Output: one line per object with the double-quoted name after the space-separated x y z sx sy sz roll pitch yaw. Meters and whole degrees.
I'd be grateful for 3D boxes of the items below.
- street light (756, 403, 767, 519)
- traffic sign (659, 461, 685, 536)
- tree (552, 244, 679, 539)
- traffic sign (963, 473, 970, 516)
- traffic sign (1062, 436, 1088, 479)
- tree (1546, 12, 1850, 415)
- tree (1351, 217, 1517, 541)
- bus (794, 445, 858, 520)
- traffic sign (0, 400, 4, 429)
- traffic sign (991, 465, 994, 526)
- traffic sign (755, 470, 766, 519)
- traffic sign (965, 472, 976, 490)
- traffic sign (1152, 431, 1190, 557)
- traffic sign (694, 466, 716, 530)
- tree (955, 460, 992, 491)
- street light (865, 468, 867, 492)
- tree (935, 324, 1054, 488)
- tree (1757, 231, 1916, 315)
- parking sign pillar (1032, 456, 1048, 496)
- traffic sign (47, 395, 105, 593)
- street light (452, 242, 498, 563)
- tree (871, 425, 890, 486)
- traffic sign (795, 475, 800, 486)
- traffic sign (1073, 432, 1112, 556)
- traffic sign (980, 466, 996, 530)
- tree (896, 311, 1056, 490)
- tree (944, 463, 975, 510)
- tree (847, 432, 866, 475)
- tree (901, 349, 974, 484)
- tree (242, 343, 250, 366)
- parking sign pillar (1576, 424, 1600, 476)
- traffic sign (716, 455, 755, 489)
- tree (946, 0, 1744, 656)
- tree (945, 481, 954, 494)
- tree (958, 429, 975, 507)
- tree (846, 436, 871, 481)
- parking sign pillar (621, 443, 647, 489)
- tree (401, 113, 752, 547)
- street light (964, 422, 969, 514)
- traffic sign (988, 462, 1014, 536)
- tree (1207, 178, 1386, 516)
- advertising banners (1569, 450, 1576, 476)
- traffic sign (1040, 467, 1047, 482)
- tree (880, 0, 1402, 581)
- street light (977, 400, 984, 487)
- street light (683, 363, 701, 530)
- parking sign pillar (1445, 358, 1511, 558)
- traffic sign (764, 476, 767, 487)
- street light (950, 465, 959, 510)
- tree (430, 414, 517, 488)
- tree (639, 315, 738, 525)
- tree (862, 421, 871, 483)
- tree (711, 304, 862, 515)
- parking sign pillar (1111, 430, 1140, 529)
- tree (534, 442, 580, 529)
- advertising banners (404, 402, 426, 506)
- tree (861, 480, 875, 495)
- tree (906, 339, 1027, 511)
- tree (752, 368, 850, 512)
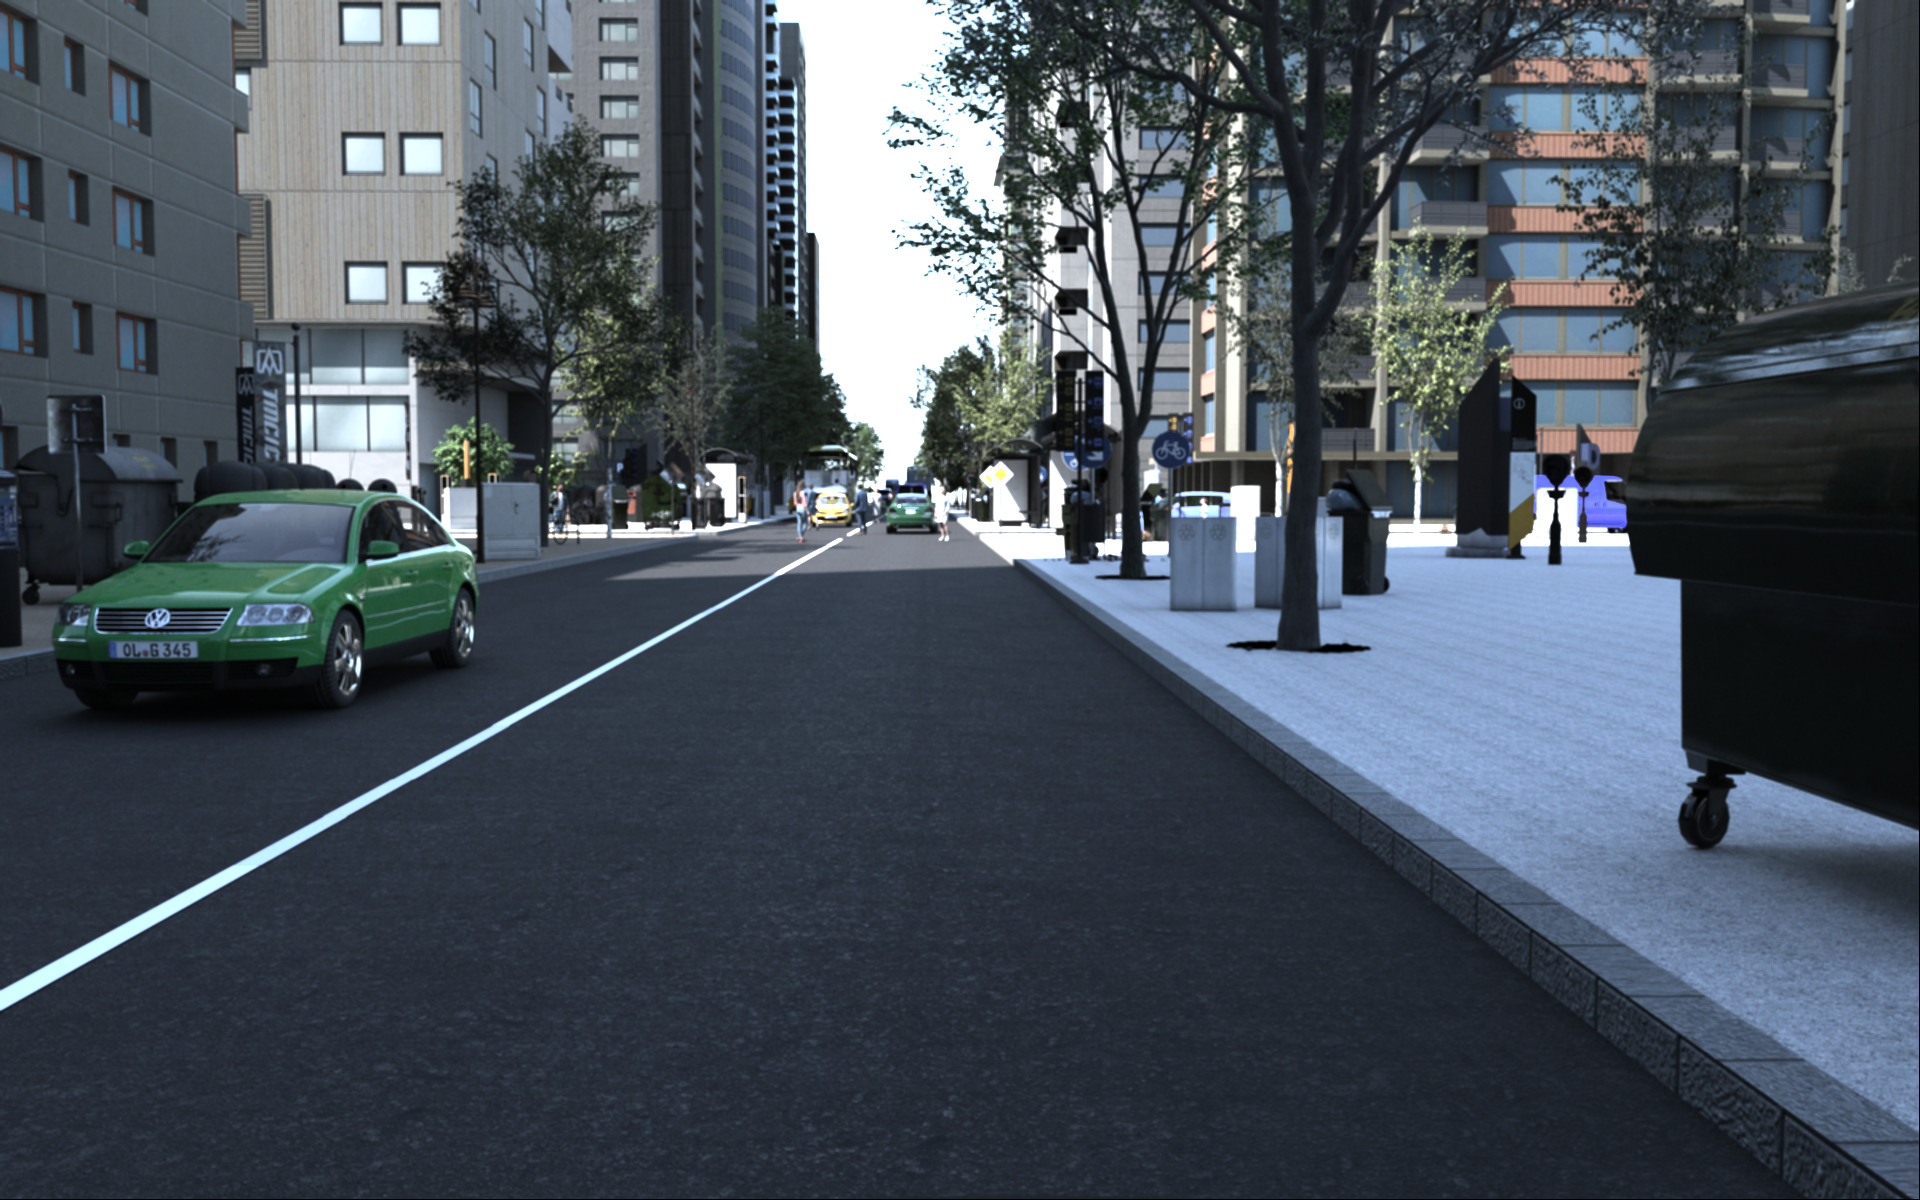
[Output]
-10.024 -7.026 87.667 0.468 5.910 1.993 0 4 -1 "street light"
-8.839 -3.034 53.254 0.795 2.450 0.064 0 4 -1 "traffic sign"
-10.101 -6.087 49.891 4.737 8.622 4.395 0 3 0 "tree"
0.586 -6.244 102.198 0.768 2.556 0.104 0 4 0 "traffic sign"
2.611 -2.315 37.957 0.768 2.556 0.104 0 4 -1 "traffic sign"
11.072 -4.659 26.545 4.360 8.622 3.978 0 3 0 "tree"
12.731 -5.915 47.075 4.737 8.622 4.395 0 3 0 "tree"
-6.850 -6.102 91.307 2.896 3.916 12.252 0 4 -1 "bus"
-10.943 -1.164 19.133 0.768 2.556 0.104 0 4 0 "traffic sign"
1.362 -4.288 70.120 0.884 2.594 0.081 0 4 6 "traffic sign"
-10.502 -5.530 90.519 0.768 2.556 0.104 0 4 4 "traffic sign"
0.651 -6.176 101.076 0.768 2.556 0.104 0 4 3 "traffic sign"
4.254 -2.136 35.036 0.768 2.556 0.104 0 4 4 "traffic sign"
-9.009 -3.523 61.237 0.795 2.450 0.064 0 4 -1 "traffic sign"
1.099 -6.233 96.507 1.663 3.219 1.824 0 3 0 "tree"
-13.416 -16.819 247.785 0.468 5.910 1.993 0 4 -1 "street light"
2.038 -7.611 74.810 4.737 8.622 4.395 0 3 0 "tree"
26.417 -6.145 50.830 4.360 8.622 3.978 0 3 0 "tree"
5.300 -7.596 112.663 1.447 3.967 1.447 -3 5 -41 "parking sign pillar"
-9.153 -0.968 17.961 0.606 2.300 0.079 0 4 3 "traffic sign"
-8.914 -3.622 32.006 0.468 5.910 1.993 0 4 -1 "street light"
-14.369 -21.262 265.758 7.486 12.596 7.792 0 3 0 "tree"
-10.596 -6.937 113.521 0.768 2.556 0.104 0 4 7 "traffic sign"
2.653 -2.120 34.761 0.768 2.556 0.104 0 4 4 "traffic sign"
1.083 -3.534 61.431 0.795 2.450 0.064 0 4 -1 "traffic sign"
0.946 -9.444 88.830 8.767 10.594 7.601 -1 4 -11 "tree"
0.259 -9.537 139.649 4.285 4.588 4.351 0 3 0 "tree"
-12.938 -15.595 205.345 4.360 8.622 3.978 0 3 0 "tree"
-0.506 -22.444 222.846 12.611 20.169 13.585 0 3 0 "tree"
-29.635 -7.205 68.160 4.737 8.622 4.395 0 3 0 "tree"
24.173 -4.783 66.675 1.447 3.967 1.447 3 5 43 "parking sign pillar"
-11.657 -5.823 89.080 2.265 3.308 0.079 0 4 0 "traffic sign"
2.904 -6.325 13.785 12.009 13.543 11.850 0 3 0 "tree"
-1.094 -11.418 181.282 1.663 3.219 1.824 0 3 0 "tree"
0.499 -13.367 168.909 4.360 8.622 3.978 0 3 0 "tree"
-13.153 -16.065 213.029 4.737 8.622 4.395 0 3 0 "tree"
-17.048 -6.249 90.640 1.447 3.967 1.447 -2 4 -35 "parking sign pillar"
-9.824 -6.574 41.900 7.601 10.594 8.767 -1 4 -19 "tree"
0.466 -8.350 109.307 0.468 5.910 1.993 0 4 -1 "street light"
1.254 -3.046 53.448 0.795 2.450 0.064 0 4 -1 "traffic sign"
7.883 -5.562 41.302 4.360 8.622 3.978 0 3 0 "tree"
23.960 -4.445 68.858 2.074 3.025 0.090 -3 5 -41 "advertising banners"
3.592 -4.850 79.396 0.768 2.556 0.104 0 4 1 "traffic sign"
2.664 -6.128 25.948 9.928 11.665 9.643 0 3 0 "tree"
1.047 -6.740 82.992 0.468 5.910 1.993 0 4 -1 "street light"
-9.482 -5.420 61.398 0.468 5.910 1.993 0 4 -1 "street light"
10.634 -2.856 35.172 1.447 3.967 1.447 -1 4 -15 "parking sign pillar"
-10.997 -5.743 96.023 0.606 2.300 0.079 0 4 4 "traffic sign"
-0.544 -11.361 158.539 0.468 5.910 1.993 0 4 -1 "street light"
-19.971 -5.348 71.159 4.285 4.588 4.351 0 3 0 "tree"
-10.862 -7.342 70.406 4.360 8.622 3.978 0 3 0 "tree"
-11.693 -13.080 131.992 7.486 12.596 7.792 0 3 0 "tree"
-10.933 -11.367 103.975 7.486 12.596 7.792 0 3 0 "tree"
5.857 -4.630 64.181 1.447 3.967 1.447 1 4 20 "parking sign pillar"
-14.921 -4.261 64.262 1.663 3.219 1.824 0 3 0 "tree"
-10.684 -2.310 33.952 0.090 3.025 2.074 0 4 -8 "advertising banners"
-14.936 -17.794 285.528 1.663 3.219 1.824 0 3 0 "tree"
0.745 -12.913 128.129 9.611 12.733 9.660 0 3 0 "tree"
-11.631 -11.442 121.481 8.767 10.594 7.601 -3 4 -36 "tree"
